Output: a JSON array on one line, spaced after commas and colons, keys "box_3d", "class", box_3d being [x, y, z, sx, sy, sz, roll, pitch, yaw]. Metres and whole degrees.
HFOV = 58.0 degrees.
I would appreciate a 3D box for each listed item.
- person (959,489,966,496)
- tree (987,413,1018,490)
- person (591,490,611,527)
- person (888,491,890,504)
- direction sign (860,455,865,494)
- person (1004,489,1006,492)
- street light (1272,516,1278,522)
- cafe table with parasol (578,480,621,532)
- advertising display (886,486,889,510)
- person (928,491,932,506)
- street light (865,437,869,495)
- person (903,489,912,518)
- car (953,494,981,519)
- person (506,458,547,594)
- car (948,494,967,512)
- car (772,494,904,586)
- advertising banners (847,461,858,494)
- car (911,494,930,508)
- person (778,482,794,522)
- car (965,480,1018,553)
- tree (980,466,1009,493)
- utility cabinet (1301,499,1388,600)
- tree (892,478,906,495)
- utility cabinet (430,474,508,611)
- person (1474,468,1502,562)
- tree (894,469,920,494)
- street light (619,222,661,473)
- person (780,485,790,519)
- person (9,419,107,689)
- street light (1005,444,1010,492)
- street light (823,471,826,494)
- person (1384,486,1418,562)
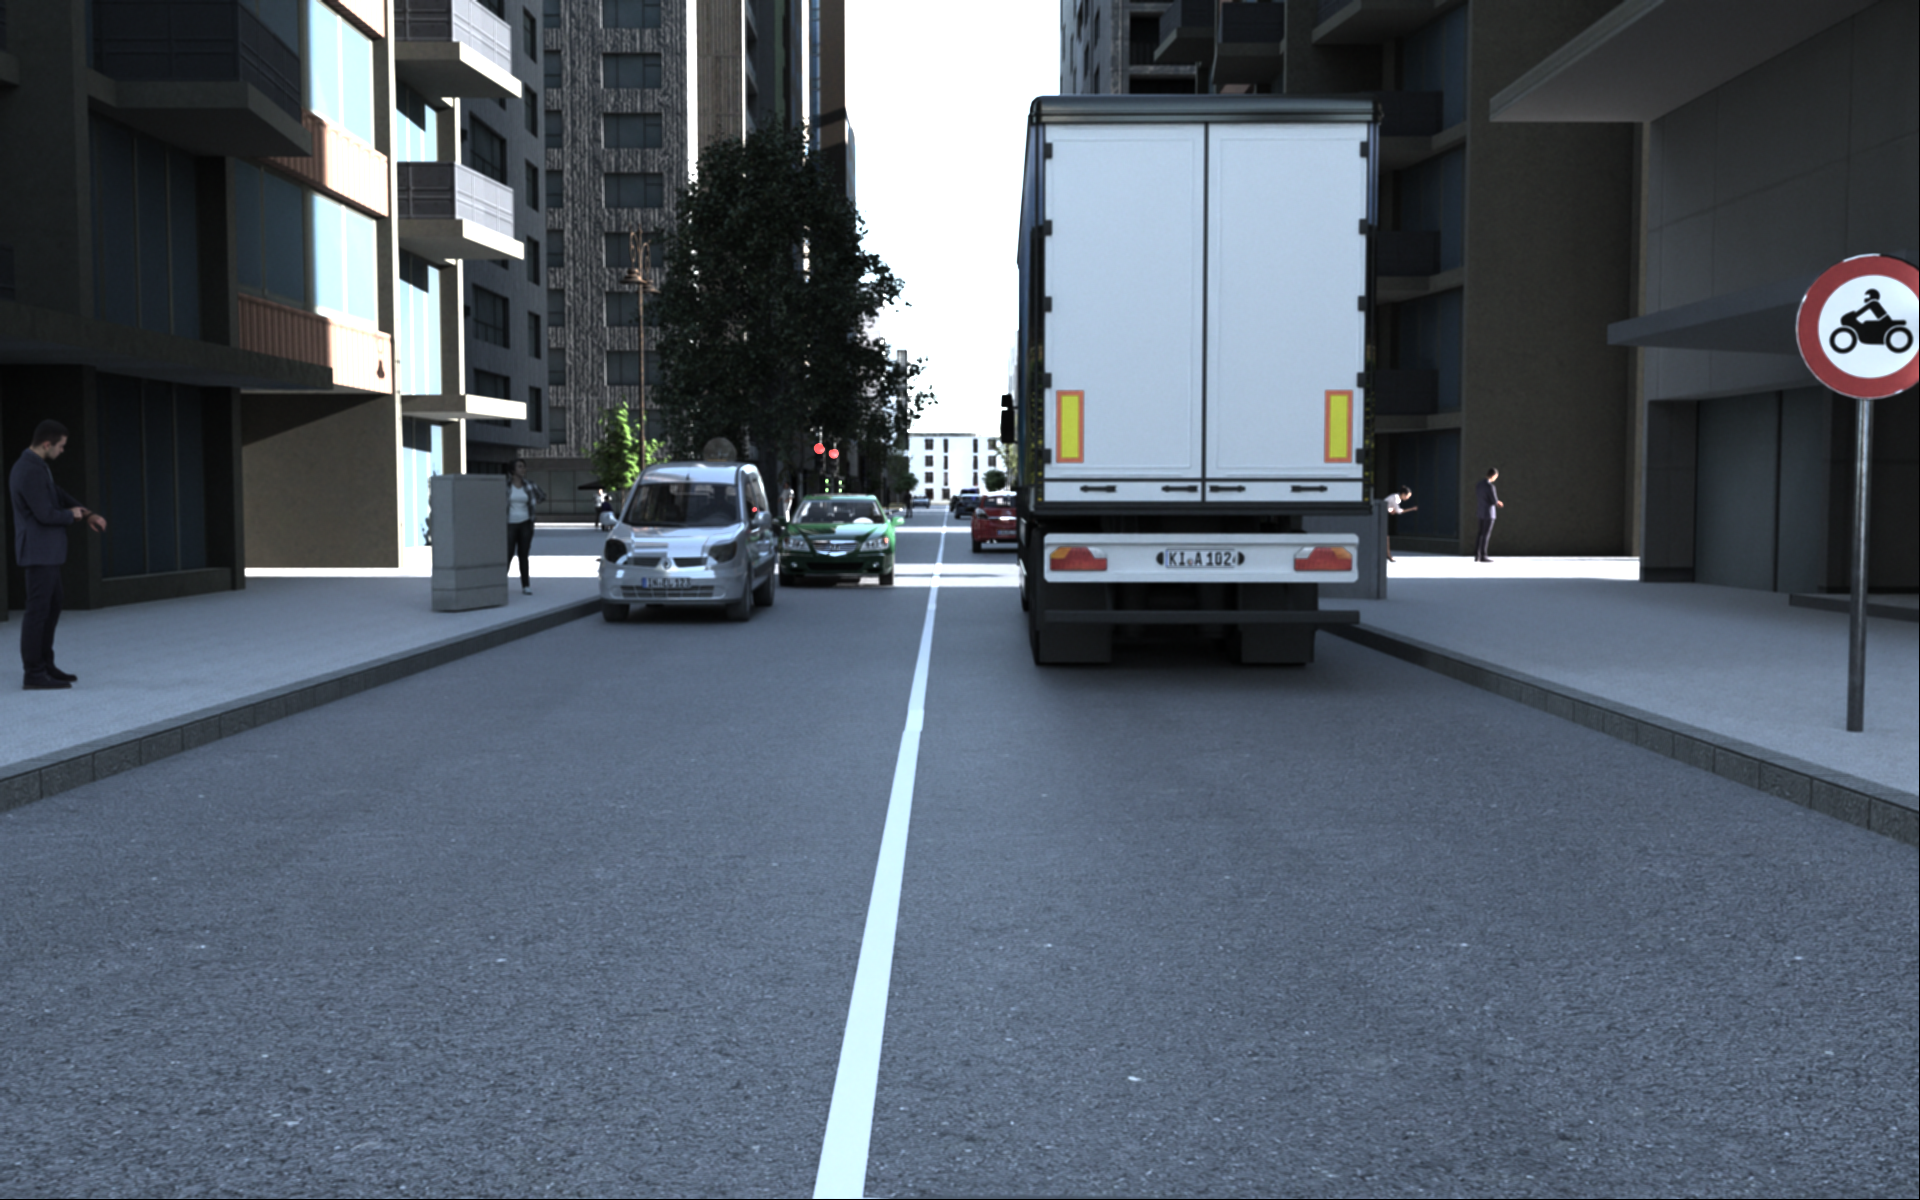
[{"box_3d": [0.263, -7.724, 134.911, 0.598, 1.807, 0.434, 1, 4, 15], "class": "person"}, {"box_3d": [4.527, -12.371, 152.625, 4.737, 8.622, 4.395, 0, 3, 0], "class": "tree"}, {"box_3d": [-14.606, -3.736, 70.305, 0.841, 1.734, 0.376, 1, 4, 12], "class": "person"}, {"box_3d": [-8.936, -12.824, 216.434, 0.721, 1.735, 1.217, 1, 4, 13], "class": "person"}, {"box_3d": [-5.716, -6.701, 101.561, 0.379, 3.537, 0.876, -2, 4, -24], "class": "direction sign"}, {"box_3d": [4.294, -9.826, 167.385, 1.217, 1.739, 0.721, 1, 4, 18], "class": "person"}, {"box_3d": [4.829, -3.277, 26.361, 0.468, 5.910, 1.993, 0, 4, 0], "class": "street light"}, {"box_3d": [-11.822, -3.358, 59.773, 2.610, 1.966, 2.610, 0, 4, -4], "class": "cafe table with parasol"}, {"box_3d": [-5.831, -8.210, 139.455, 0.123, 1.923, 0.974, 0, 4, -8], "class": "advertising display"}, {"box_3d": [-3.684, -12.272, 209.114, 0.705, 1.831, 1.348, -1, 4, -18], "class": "person"}, {"box_3d": [-5.946, -8.500, 111.757, 0.468, 5.910, 1.993, 0, 4, 0], "class": "street light"}, {"box_3d": [-3.200, -5.898, 105.757, 0.431, 1.722, 0.655, 2, 4, 35], "class": "person"}, {"box_3d": [0.595, -5.457, 101.231, 2.014, 1.417, 4.499, 0, 4, -2], "class": "car"}, {"box_3d": [-5.673, -0.940, 22.139, 0.841, 1.734, 0.376, -2, 4, -25], "class": "person"}, {"box_3d": [0.043, -8.121, 142.559, 2.009, 1.686, 4.222, 0, 4, -2], "class": "car"}, {"box_3d": [-1.985, -1.028, 28.612, 2.131, 1.459, 4.920, 0, 4, -2], "class": "car"}, {"box_3d": [-5.718, -5.841, 91.696, 0.090, 3.025, 2.074, -1, 4, -18], "class": "advertising banners"}, {"box_3d": [-4.037, -10.042, 176.183, 2.014, 1.417, 4.499, 0, 4, -2], "class": "car"}, {"box_3d": [-7.414, -4.113, 73.438, 0.875, 1.805, 0.789, 3, 5, 44], "class": "person"}, {"box_3d": [1.190, -2.128, 43.826, 2.155, 1.783, 4.494, 0, 4, 0], "class": "car"}, {"box_3d": [4.008, -13.176, 199.136, 4.285, 4.588, 4.351, 0, 3, 0], "class": "tree"}, {"box_3d": [4.746, -0.626, 21.398, 1.020, 1.237, 0.306, 2, 4, 34], "class": "utility cabinet"}, {"box_3d": [-7.276, -12.814, 204.107, 1.663, 3.219, 1.824, 0, 3, 0], "class": "tree"}, {"box_3d": [-5.465, -0.649, 19.285, 0.318, 1.500, 1.173, 1, 4, 13], "class": "utility cabinet"}, {"box_3d": [9.969, -1.597, 32.609, 0.568, 1.767, 0.683, -1, 4, -20], "class": "person"}, {"box_3d": [-6.816, -14.621, 222.771, 4.285, 4.588, 4.351, 0, 3, 0], "class": "tree"}, {"box_3d": [-5.476, -3.486, 29.782, 0.468, 5.910, 1.993, 0, 4, 0], "class": "street light"}, {"box_3d": [-8.291, -4.608, 82.091, 0.504, 1.737, 0.576, -2, 4, -26], "class": "person"}, {"box_3d": [-5.983, -0.307, 11.515, 0.568, 1.767, 0.683, -2, 4, -32], "class": "person"}, {"box_3d": [4.045, -10.713, 147.944, 0.468, 5.910, 1.993, 0, 4, 0], "class": "street light"}, {"box_3d": [-5.752, -6.149, 73.316, 0.468, 5.910, 1.993, 0, 4, 0], "class": "street light"}, {"box_3d": [8.119, -1.432, 32.639, 0.799, 1.438, 0.628, -1, 4, -16], "class": "person"}]
